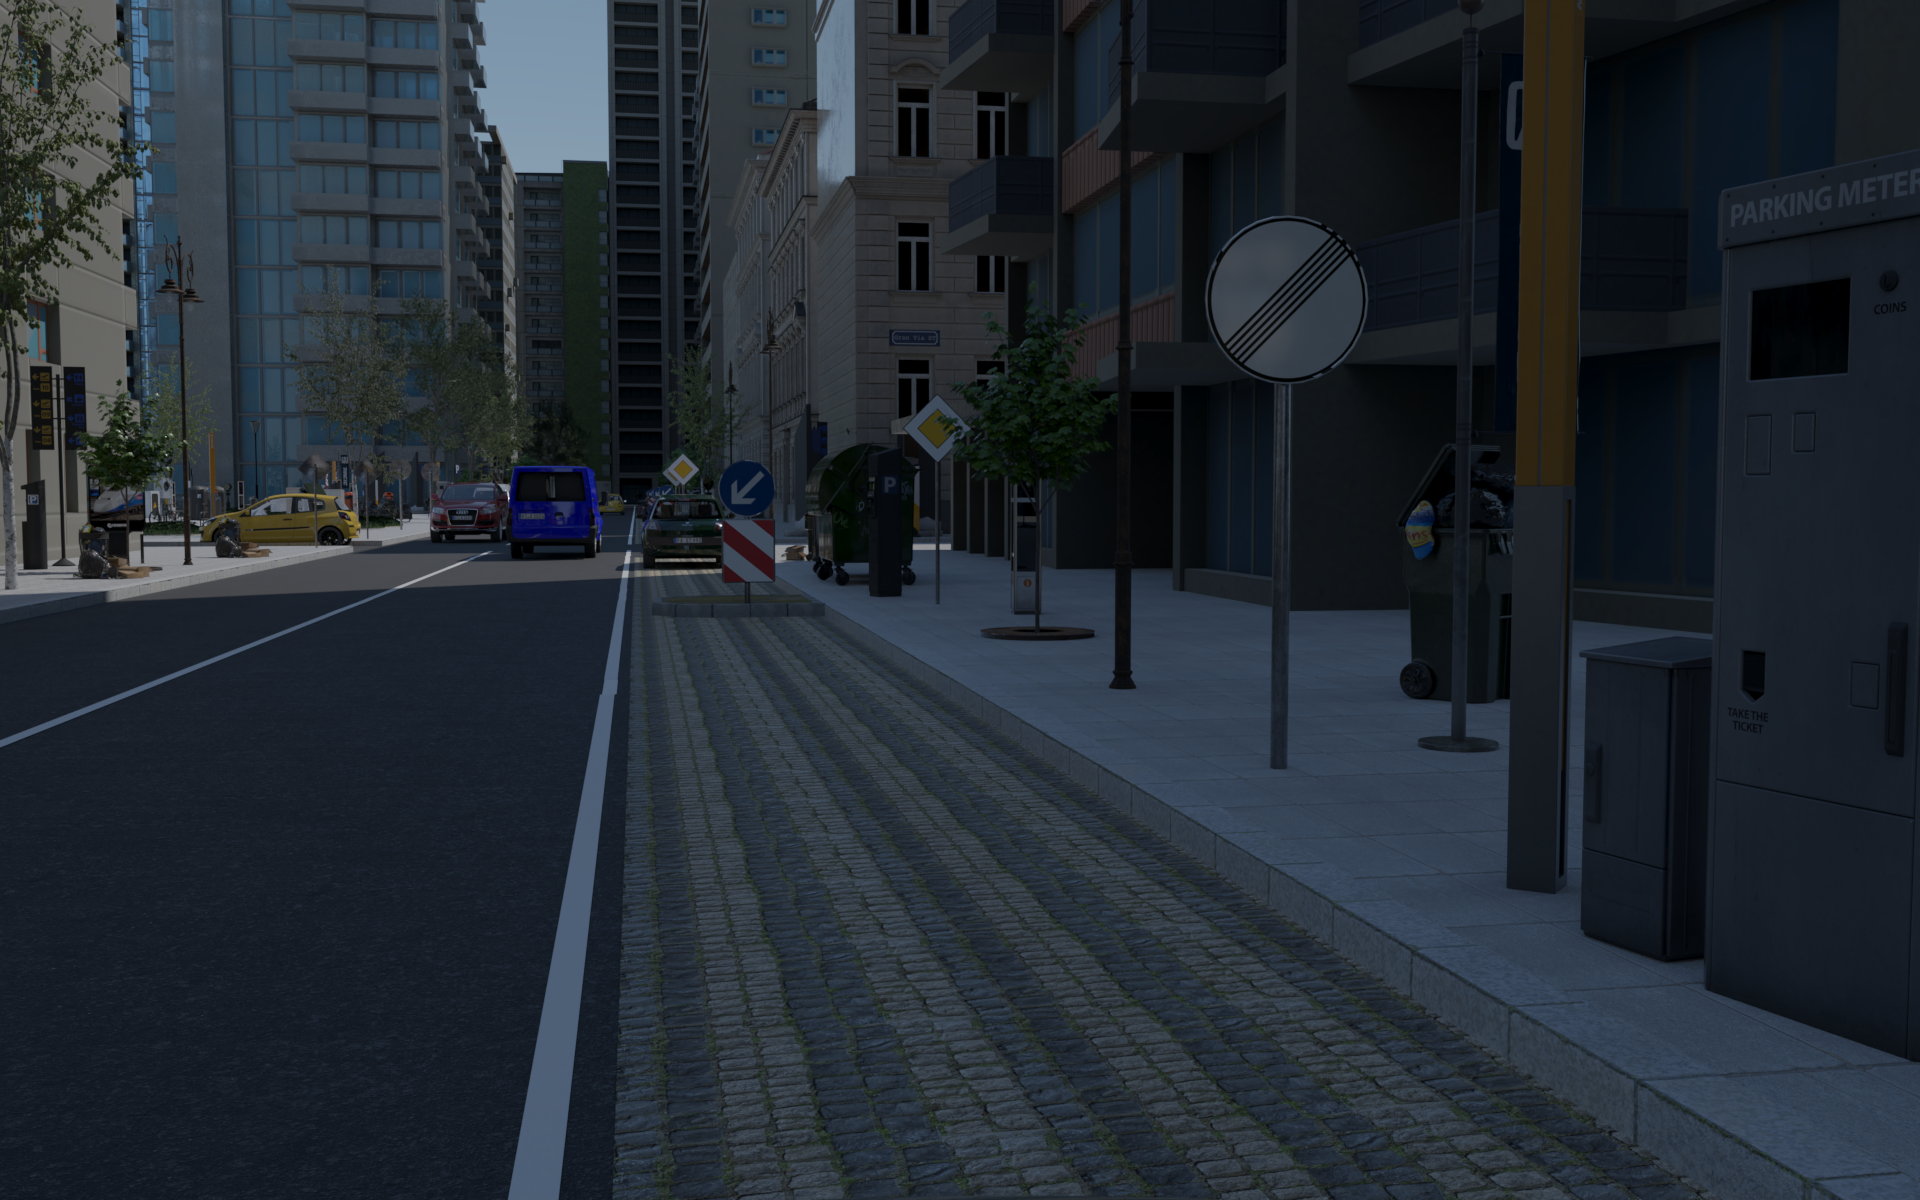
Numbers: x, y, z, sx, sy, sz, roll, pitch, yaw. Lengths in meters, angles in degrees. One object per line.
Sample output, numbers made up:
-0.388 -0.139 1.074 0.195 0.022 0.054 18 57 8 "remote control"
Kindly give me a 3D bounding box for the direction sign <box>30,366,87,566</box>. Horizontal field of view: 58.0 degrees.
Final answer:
-15.977 -2.371 30.770 0.876 3.537 0.379 -1 4 -17 "direction sign"

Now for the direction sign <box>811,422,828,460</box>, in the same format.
-4.548 -3.801 54.151 0.876 3.537 0.379 -2 4 -27 "direction sign"

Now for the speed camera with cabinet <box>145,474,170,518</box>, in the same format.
-43.705 -6.099 94.046 0.660 3.252 2.038 0 4 4 "speed camera with cabinet"

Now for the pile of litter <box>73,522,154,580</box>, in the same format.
-13.092 -0.780 26.720 1.176 0.858 1.719 -1 4 -17 "pile of litter"

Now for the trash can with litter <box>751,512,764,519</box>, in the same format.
-8.104 -3.356 65.931 2.233 1.210 1.678 -2 4 -27 "trash can with litter"

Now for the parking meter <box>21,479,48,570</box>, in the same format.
-15.760 -1.289 29.482 0.372 1.533 0.369 0 3 0 "parking meter"

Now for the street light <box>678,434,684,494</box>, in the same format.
-19.936 -9.244 123.932 0.468 5.910 1.993 -1 4 -11 "street light"

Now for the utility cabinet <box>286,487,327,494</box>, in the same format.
-22.125 -3.049 58.528 1.173 1.500 0.318 -2 4 -24 "utility cabinet"

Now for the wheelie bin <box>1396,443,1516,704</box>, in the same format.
3.217 -0.182 10.879 0.980 1.594 0.693 -3 5 -43 "wheelie bin"

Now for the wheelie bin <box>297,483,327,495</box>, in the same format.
-18.097 -2.473 48.336 0.693 1.594 0.980 2 4 24 "wheelie bin"

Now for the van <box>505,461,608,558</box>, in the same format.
-9.374 -2.198 40.321 2.240 2.365 5.245 -1 4 -10 "van"

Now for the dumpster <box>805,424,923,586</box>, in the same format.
-1.388 -1.374 24.962 1.502 2.255 1.985 -1 4 -10 "dumpster"

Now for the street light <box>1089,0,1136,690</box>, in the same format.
1.075 -2.354 11.273 0.468 5.910 1.993 -1 4 -11 "street light"

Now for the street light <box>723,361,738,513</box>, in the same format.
-7.952 -5.343 60.142 0.468 5.910 1.993 -1 4 -11 "street light"

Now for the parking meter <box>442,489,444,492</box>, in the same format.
-22.535 -4.140 76.094 0.372 1.533 0.369 0 3 0 "parking meter"

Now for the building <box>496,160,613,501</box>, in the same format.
-50.261 -32.448 214.126 14.086 41.232 14.154 -1 4 -11 "building"

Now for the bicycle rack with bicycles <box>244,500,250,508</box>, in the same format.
-44.933 -5.998 111.449 2.852 0.926 2.925 2 4 32 "bicycle rack with bicycles"

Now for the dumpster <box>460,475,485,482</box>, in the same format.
-24.394 -5.165 86.934 1.502 2.255 1.985 -1 4 -10 "dumpster"

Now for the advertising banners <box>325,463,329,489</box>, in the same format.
-35.772 -6.170 97.069 0.090 3.025 2.074 0 4 2 "advertising banners"

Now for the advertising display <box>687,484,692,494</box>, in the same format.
-15.698 -5.949 102.478 0.974 1.923 0.123 1 4 17 "advertising display"

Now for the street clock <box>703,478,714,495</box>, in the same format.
-11.073 -4.383 76.225 0.471 2.002 0.358 -1 4 -11 "street clock"

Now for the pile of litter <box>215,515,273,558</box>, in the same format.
-14.655 -1.311 35.393 1.176 0.858 1.719 0 4 -4 "pile of litter"

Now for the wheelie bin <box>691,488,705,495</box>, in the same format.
-12.921 -4.765 85.821 0.980 1.594 0.693 2 4 27 "wheelie bin"

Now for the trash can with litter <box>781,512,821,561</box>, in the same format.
-2.937 -1.342 33.336 1.055 1.170 0.624 1 4 18 "trash can with litter"

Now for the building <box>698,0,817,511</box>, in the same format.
-10.495 -31.832 144.151 21.300 48.544 21.600 -1 4 -11 "building"

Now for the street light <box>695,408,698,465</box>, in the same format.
-14.022 -7.317 92.425 0.468 5.910 1.993 -1 4 -11 "street light"

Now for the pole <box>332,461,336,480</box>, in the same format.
-38.699 -6.928 107.120 0.158 3.312 0.155 0 3 0 "pole"

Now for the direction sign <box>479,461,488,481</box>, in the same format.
-32.740 -7.769 119.022 0.876 3.537 0.379 3 4 38 "direction sign"

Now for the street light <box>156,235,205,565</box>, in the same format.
-13.953 -3.568 31.125 0.468 5.910 1.993 -1 4 -11 "street light"

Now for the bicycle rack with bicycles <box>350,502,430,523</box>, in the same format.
-26.079 -3.973 78.341 2.925 0.926 2.852 1 4 12 "bicycle rack with bicycles"

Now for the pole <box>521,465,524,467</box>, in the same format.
-31.103 -7.915 123.246 0.158 3.312 0.155 0 3 0 "pole"

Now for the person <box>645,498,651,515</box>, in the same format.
-21.579 -6.479 119.935 0.738 1.151 1.012 0 4 4 "person"

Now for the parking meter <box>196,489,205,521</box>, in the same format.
-36.525 -4.580 83.300 0.372 1.533 0.369 0 3 0 "parking meter"

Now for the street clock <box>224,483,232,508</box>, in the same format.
-49.389 -6.869 116.872 0.471 2.002 0.358 1 4 14 "street clock"

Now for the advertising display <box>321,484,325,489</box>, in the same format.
-41.411 -6.516 111.751 0.974 1.923 0.123 -3 4 -36 "advertising display"

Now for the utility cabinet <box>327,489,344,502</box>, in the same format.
-29.710 -4.482 81.964 1.173 1.500 0.318 1 4 17 "utility cabinet"

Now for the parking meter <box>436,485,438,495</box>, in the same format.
-32.750 -6.284 108.456 0.255 1.863 0.399 0 4 -1 "parking meter"

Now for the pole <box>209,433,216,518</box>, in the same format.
-24.844 -3.898 57.575 0.158 3.312 0.155 0 3 0 "pole"

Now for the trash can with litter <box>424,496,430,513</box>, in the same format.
-35.604 -6.447 116.794 1.055 1.170 0.624 -1 4 -18 "trash can with litter"

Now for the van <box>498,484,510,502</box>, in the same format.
-18.804 -3.830 69.626 2.013 2.044 4.112 -1 4 -11 "van"

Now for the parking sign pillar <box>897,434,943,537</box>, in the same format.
-1.239 -3.912 52.429 1.447 3.967 1.447 0 4 4 "parking sign pillar"

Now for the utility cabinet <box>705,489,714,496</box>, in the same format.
-11.593 -4.373 80.178 0.318 1.500 1.173 -1 4 -15 "utility cabinet"

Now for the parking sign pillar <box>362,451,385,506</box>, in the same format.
-36.336 -7.270 107.334 1.447 3.967 1.447 -2 4 -35 "parking sign pillar"

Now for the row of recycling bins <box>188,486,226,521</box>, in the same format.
-37.314 -4.806 85.691 1.069 1.692 3.534 0 4 -4 "row of recycling bins"

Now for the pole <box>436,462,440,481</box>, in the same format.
-33.266 -7.132 110.452 0.158 3.312 0.155 0 3 0 "pole"

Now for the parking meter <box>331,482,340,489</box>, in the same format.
-31.291 -4.960 86.807 0.399 1.863 0.255 2 4 35 "parking meter"

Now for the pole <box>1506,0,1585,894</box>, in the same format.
1.884 -0.716 5.556 0.158 3.312 0.155 0 3 0 "pole"

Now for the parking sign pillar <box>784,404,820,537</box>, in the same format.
-4.638 -3.921 52.586 1.447 3.967 1.447 -1 4 -21 "parking sign pillar"

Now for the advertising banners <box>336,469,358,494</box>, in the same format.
-42.775 -7.598 120.413 2.074 3.025 0.090 1 4 19 "advertising banners"

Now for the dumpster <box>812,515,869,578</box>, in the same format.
-1.649 -1.309 27.167 1.264 1.857 1.865 -1 4 -11 "dumpster"

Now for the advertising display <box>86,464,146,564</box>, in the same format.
-15.415 -1.617 31.655 0.974 1.923 0.123 -3 5 -41 "advertising display"

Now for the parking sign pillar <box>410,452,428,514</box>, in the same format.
-34.697 -7.469 110.589 1.447 3.967 1.447 -2 4 -35 "parking sign pillar"

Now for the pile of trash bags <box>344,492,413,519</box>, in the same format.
-29.934 -4.826 88.655 1.912 1.369 3.447 3 5 43 "pile of trash bags"

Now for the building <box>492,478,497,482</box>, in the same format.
-64.078 -26.909 211.659 14.107 30.474 14.160 -1 4 -11 "building"

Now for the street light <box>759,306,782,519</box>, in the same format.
-4.671 -4.281 42.775 0.468 5.910 1.993 -1 4 -11 "street light"

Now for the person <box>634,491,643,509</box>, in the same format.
-31.899 -9.945 171.928 0.721 1.723 1.217 2 4 35 "person"

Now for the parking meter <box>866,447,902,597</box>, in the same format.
-0.947 -0.975 21.649 0.399 1.863 0.255 -2 4 -30 "parking meter"

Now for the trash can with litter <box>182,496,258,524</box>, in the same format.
-26.216 -3.111 61.919 1.678 1.210 2.233 2 4 34 "trash can with litter"

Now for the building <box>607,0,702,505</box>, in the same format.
-33.699 -47.754 219.021 20.611 71.187 20.563 -1 4 -11 "building"
